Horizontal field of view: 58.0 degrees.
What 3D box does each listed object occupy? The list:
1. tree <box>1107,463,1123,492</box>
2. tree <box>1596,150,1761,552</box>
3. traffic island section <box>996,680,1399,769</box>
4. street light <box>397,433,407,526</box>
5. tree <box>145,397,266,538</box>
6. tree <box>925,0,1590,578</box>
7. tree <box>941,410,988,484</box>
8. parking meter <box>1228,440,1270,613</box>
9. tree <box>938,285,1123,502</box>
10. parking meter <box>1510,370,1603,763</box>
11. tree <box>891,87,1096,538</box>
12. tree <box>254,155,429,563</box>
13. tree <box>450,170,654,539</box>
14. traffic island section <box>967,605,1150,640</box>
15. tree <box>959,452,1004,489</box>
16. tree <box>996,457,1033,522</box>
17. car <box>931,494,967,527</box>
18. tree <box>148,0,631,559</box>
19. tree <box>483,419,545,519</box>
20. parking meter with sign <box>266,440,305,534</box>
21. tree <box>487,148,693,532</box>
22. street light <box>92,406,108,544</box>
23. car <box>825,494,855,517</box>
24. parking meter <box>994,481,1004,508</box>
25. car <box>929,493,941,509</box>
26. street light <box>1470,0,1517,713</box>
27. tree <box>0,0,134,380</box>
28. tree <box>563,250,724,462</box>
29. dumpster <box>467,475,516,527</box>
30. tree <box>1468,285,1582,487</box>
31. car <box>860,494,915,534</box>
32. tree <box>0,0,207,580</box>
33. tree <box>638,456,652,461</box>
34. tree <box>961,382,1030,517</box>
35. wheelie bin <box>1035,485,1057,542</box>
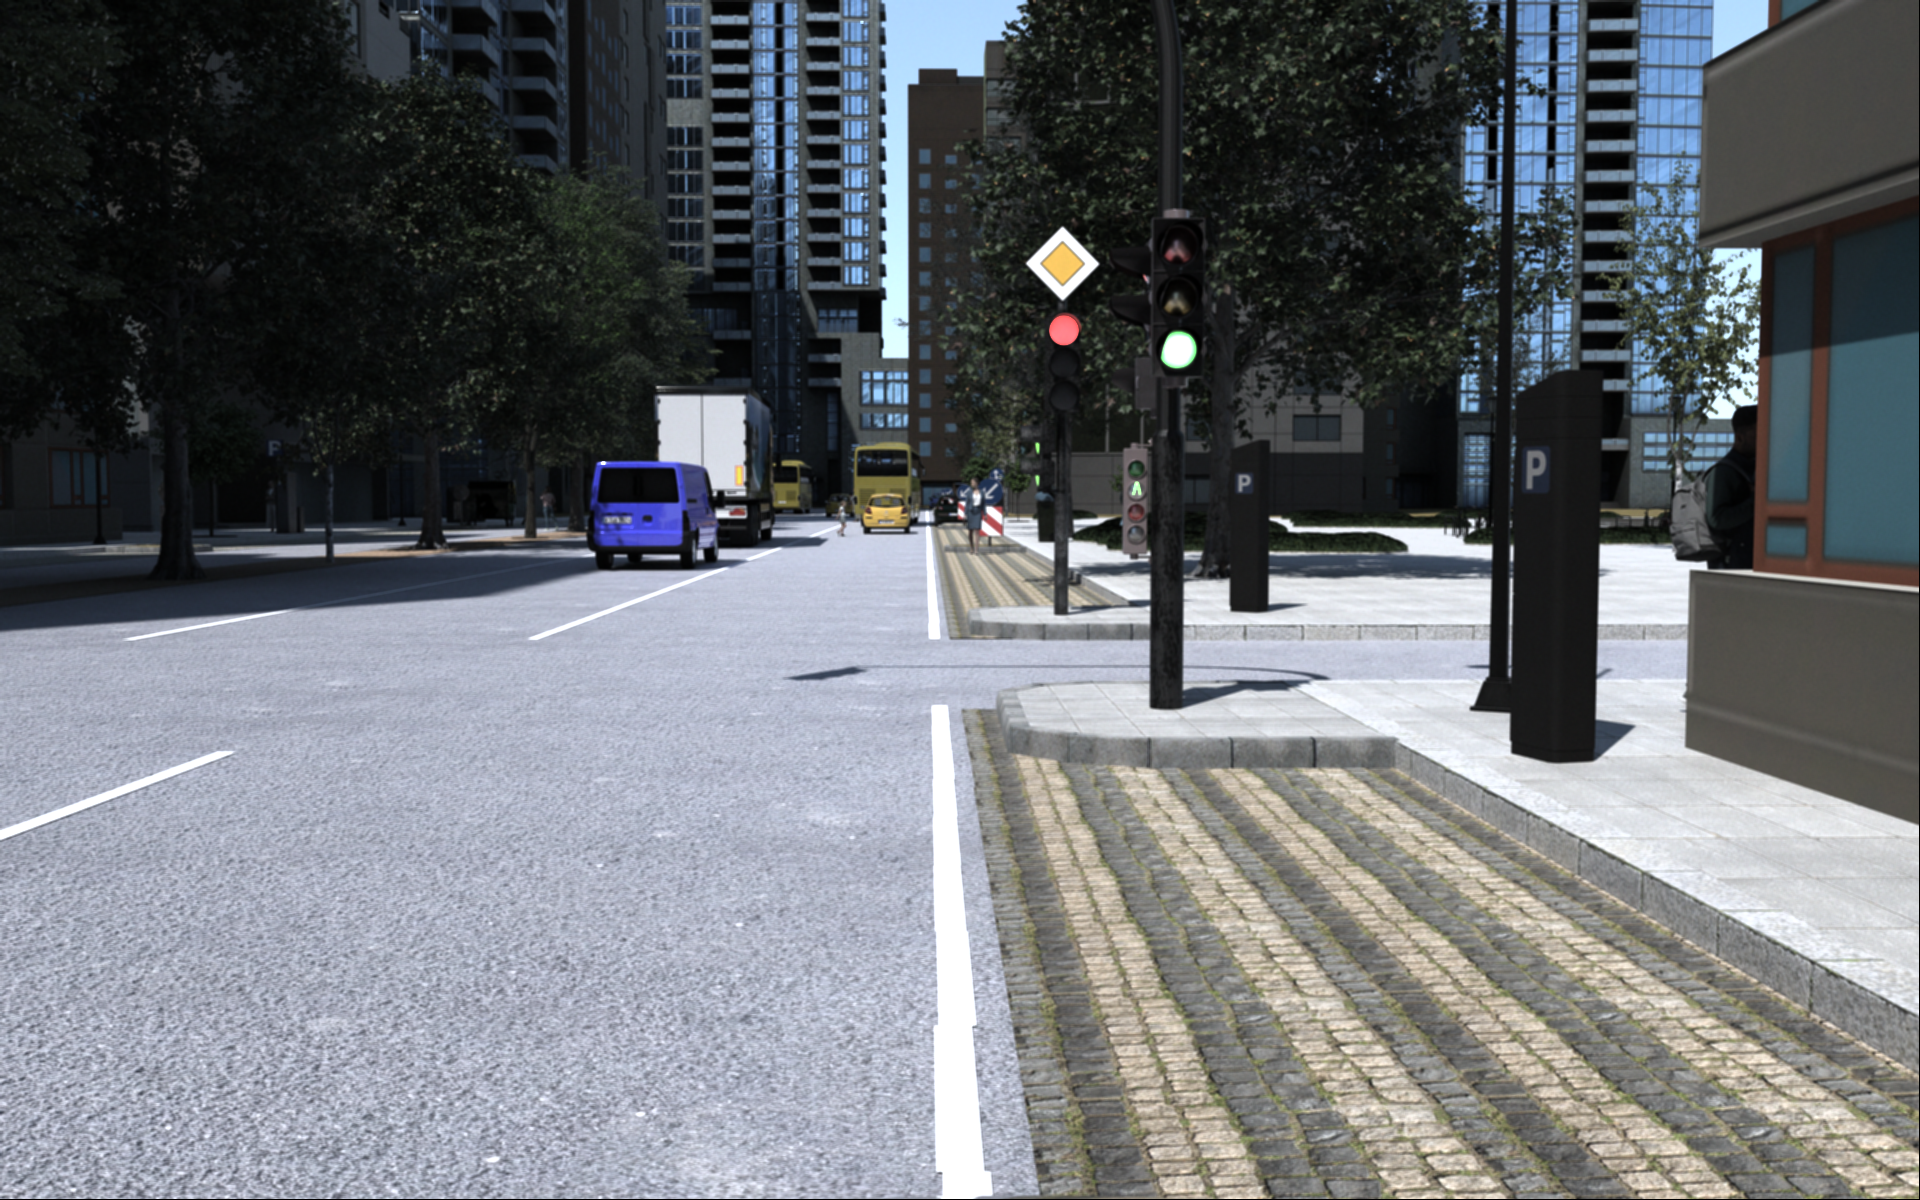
[{"bbox_3d":[8.987,-6.004,92.767,1.663,3.219,1.824,0,3,0],"label":"tree"},{"bbox_3d":[16.099,-5.365,38.078,4.737,8.622,4.395,0,3,0],"label":"tree"},{"bbox_3d":[1.252,0.725,10.424,2.009,0.180,2.903,0,4,-1],"label":"traffic island section"},{"bbox_3d":[-21.944,-5.939,69.635,1.470,5.913,1.316,0,4,-1],"label":"street light"},{"bbox_3d":[-22.463,-4.155,51.644,4.285,4.588,4.351,0,3,0],"label":"tree"},{"bbox_3d":[4.154,-6.706,26.644,9.611,12.733,9.660,0,3,0],"label":"tree"},{"bbox_3d":[0.569,-11.831,143.805,4.360,8.622,3.978,0,3,0],"label":"tree"},{"bbox_3d":[3.145,-0.804,18.861,0.399,1.863,0.255,3,5,41],"label":"parking meter"},{"bbox_3d":[2.672,-7.895,63.497,7.601,10.594,8.767,0,4,2],"label":"tree"},{"bbox_3d":[2.885,-0.165,8.404,0.255,1.863,0.399,-1,4,-16],"label":"parking meter"},{"bbox_3d":[3.091,-8.592,50.855,12.009,13.543,11.850,0,3,0],"label":"tree"},{"bbox_3d":[-13.132,-5.089,36.020,4.360,8.622,3.978,0,3,0],"label":"tree"},{"bbox_3d":[-13.599,-7.744,54.831,9.928,11.665,9.643,0,3,0],"label":"tree"},{"bbox_3d":[1.096,0.237,18.408,2.009,0.180,2.903,0,4,-1],"label":"traffic island section"},{"bbox_3d":[1.590,-8.974,130.446,4.285,4.588,4.351,0,3,0],"label":"tree"},{"bbox_3d":[2.780,-5.223,79.995,1.663,3.219,1.824,0,3,0],"label":"tree"},{"bbox_3d":[-0.263,-4.070,76.330,2.009,1.686,4.222,0,4,-2],"label":"car"},{"bbox_3d":[-13.665,-7.655,44.622,9.611,12.733,9.660,0,3,0],"label":"tree"},{"bbox_3d":[-23.426,-8.599,90.960,4.360,8.622,3.978,0,3,0],"label":"tree"},{"bbox_3d":[-21.886,-3.673,56.314,0.543,3.016,1.738,0,4,2],"label":"parking meter with sign"},{"bbox_3d":[-14.420,-9.517,64.719,9.857,13.997,8.962,0,3,0],"label":"tree"},{"bbox_3d":[-21.434,-4.375,44.072,1.470,5.913,1.316,0,4,-1],"label":"street light"},{"bbox_3d":[-7.459,-5.992,108.185,2.015,1.641,3.980,0,4,-1],"label":"car"},{"bbox_3d":[1.680,-4.272,75.554,0.399,1.863,0.255,-2,4,-32],"label":"parking meter"},{"bbox_3d":[-1.993,-9.461,164.272,1.945,1.707,3.694,0,4,1],"label":"car"},{"bbox_3d":[2.663,-2.299,10.127,1.470,5.913,1.316,0,4,-1],"label":"street light"},{"bbox_3d":[-13.542,-6.092,20.184,7.486,12.596,7.792,0,3,0],"label":"tree"},{"bbox_3d":[-14.128,-9.424,74.669,7.486,12.596,7.792,0,3,0],"label":"tree"},{"bbox_3d":[-20.482,-4.320,75.584,1.985,2.255,1.502,0,4,-2],"label":"dumpster"},{"bbox_3d":[19.149,-6.685,59.667,4.360,8.622,3.978,0,3,0],"label":"tree"},{"bbox_3d":[-2.676,-3.266,63.627,2.015,1.641,3.980,0,4,-2],"label":"car"},{"bbox_3d":[-13.128,-6.689,28.822,9.611,12.733,9.660,0,3,0],"label":"tree"},{"bbox_3d":[-24.373,-9.185,133.888,4.285,4.588,4.351,0,3,0],"label":"tree"},{"bbox_3d":[2.358,-8.937,96.476,4.737,8.622,4.395,0,3,0],"label":"tree"},{"bbox_3d":[2.385,-2.353,46.378,0.693,1.594,0.980,1,4,15],"label":"wheelie bin"}]
